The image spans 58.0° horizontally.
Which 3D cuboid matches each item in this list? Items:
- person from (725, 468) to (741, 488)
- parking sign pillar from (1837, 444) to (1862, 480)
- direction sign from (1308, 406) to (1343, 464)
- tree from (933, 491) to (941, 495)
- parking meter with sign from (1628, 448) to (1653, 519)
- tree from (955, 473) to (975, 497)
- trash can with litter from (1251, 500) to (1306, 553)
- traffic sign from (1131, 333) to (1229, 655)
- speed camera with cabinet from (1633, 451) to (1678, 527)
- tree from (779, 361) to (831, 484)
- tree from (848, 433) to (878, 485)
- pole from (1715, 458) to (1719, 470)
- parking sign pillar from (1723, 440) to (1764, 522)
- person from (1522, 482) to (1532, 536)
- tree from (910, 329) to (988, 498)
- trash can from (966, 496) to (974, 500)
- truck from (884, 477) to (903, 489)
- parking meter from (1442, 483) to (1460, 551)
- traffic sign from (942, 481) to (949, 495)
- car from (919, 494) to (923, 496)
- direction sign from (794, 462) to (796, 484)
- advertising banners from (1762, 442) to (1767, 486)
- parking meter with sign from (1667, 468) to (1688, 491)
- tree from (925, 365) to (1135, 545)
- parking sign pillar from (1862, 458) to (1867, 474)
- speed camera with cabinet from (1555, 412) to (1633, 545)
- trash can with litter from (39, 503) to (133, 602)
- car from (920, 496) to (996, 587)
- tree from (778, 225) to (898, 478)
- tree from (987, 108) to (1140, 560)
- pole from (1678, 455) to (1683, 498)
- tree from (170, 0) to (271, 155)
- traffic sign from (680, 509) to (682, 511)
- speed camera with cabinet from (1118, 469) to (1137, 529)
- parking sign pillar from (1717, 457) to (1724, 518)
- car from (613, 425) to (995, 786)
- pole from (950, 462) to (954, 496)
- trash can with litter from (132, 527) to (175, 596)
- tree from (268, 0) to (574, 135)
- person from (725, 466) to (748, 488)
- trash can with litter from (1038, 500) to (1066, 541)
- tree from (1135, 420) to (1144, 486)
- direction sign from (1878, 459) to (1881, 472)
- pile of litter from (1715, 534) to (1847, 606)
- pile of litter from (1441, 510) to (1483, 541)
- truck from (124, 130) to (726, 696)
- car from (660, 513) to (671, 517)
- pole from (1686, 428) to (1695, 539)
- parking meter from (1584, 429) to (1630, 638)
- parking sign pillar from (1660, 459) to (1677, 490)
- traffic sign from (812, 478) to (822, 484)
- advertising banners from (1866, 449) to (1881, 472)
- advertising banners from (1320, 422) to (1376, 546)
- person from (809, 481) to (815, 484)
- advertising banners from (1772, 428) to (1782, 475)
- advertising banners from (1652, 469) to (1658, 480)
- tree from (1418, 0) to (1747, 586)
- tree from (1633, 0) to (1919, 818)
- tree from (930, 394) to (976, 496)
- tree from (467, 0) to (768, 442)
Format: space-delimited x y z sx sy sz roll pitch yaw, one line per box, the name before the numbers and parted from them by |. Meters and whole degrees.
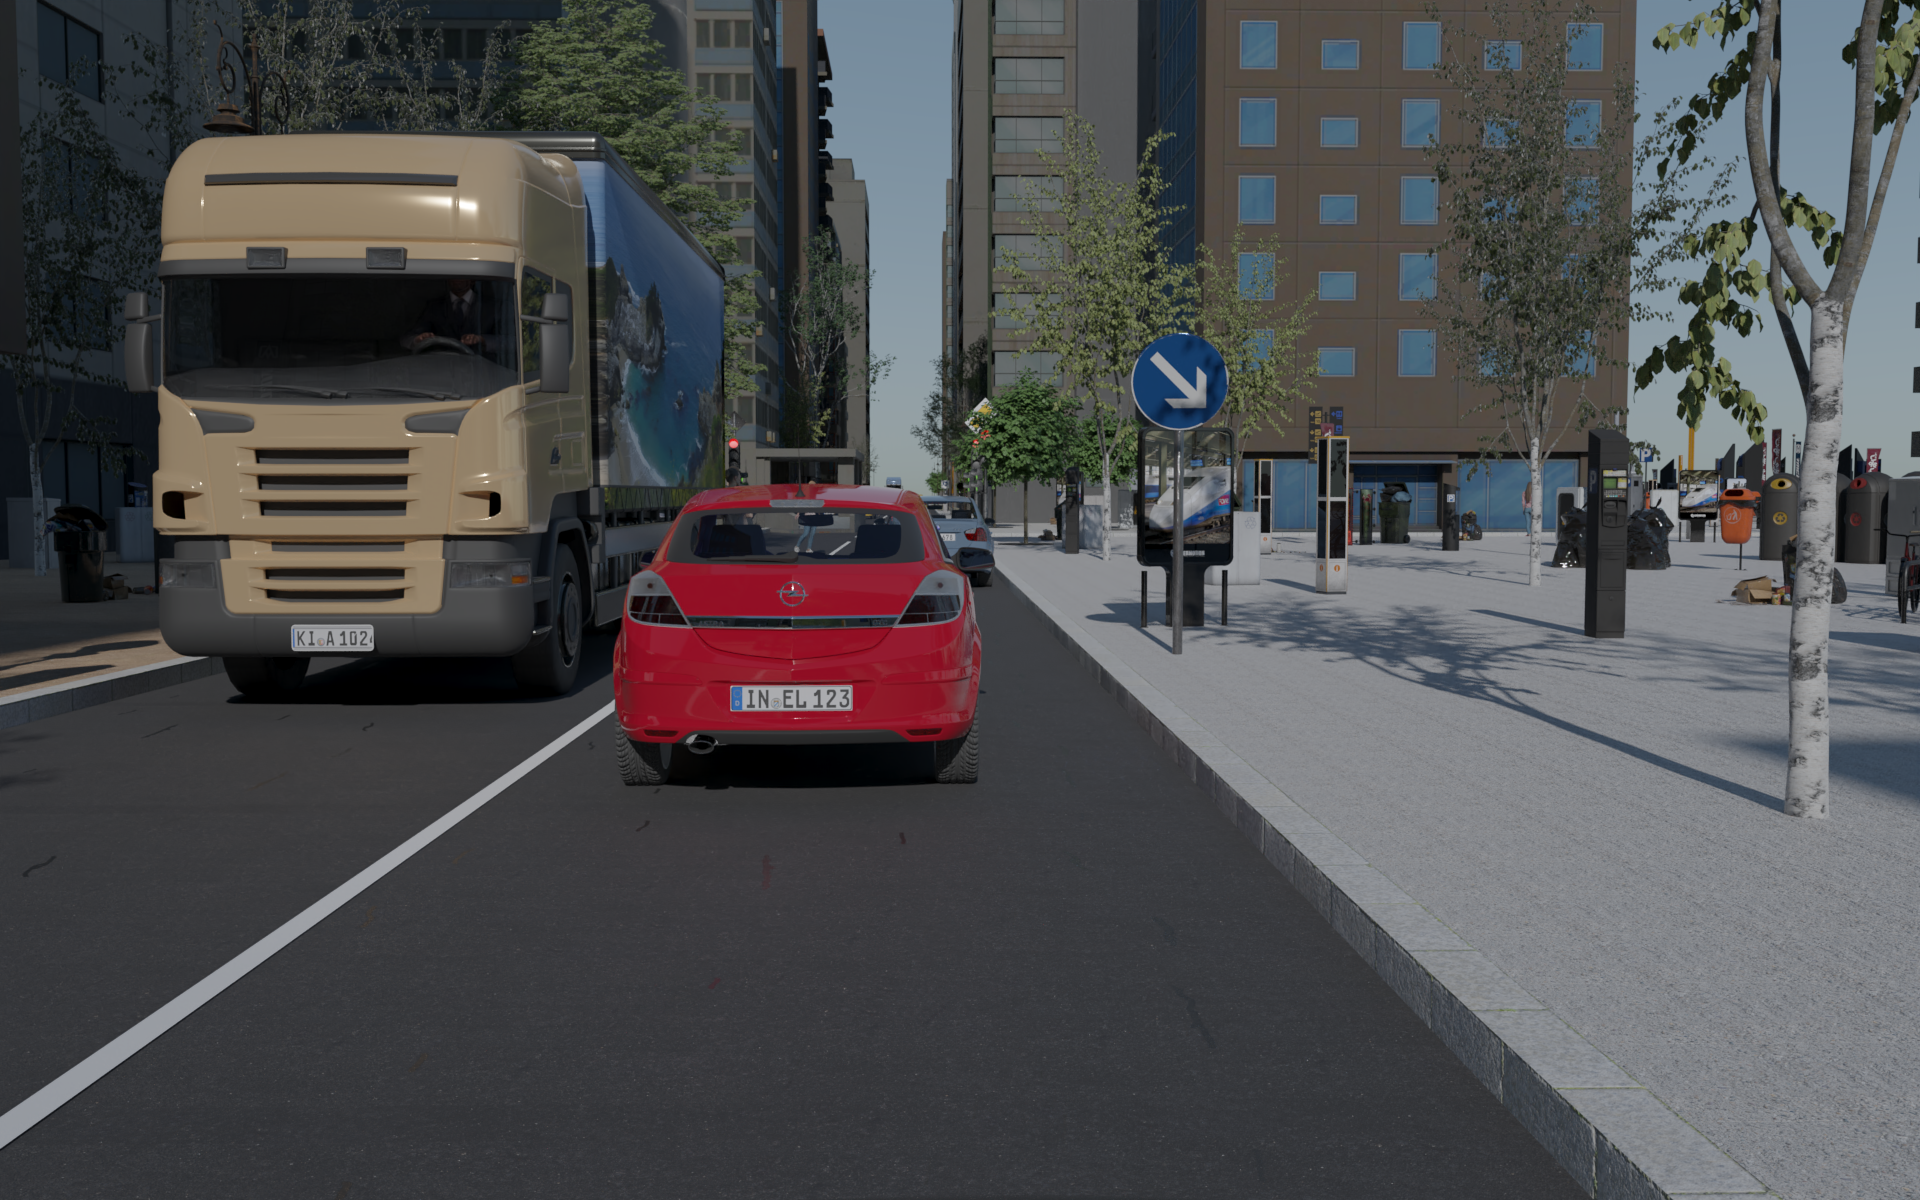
person | -2.967 -0.881 23.252 0.599 1.781 0.374 0 4 4
parking sign pillar | 47.794 -6.464 94.159 1.447 3.967 1.447 -3 5 -42
direction sign | 9.459 -3.232 44.847 0.876 3.537 0.379 0 4 3
tree | -3.280 -15.088 241.293 1.663 3.219 1.824 0 3 0
parking meter with sign | 25.046 -4.177 64.563 1.738 3.016 0.543 -2 4 -33
tree | 0.116 -8.651 136.044 1.663 3.219 1.824 0 3 0
trash can with litter | 6.623 -1.682 38.565 1.678 1.210 2.233 -1 4 -10
traffic sign | 1.742 -0.837 13.799 0.768 2.556 0.104 0 4 5
speed camera with cabinet | 27.328 -4.542 68.596 2.038 3.252 0.660 1 4 15
tree | -9.207 -8.944 96.595 4.737 8.622 4.395 0 3 0
tree | -11.839 -15.811 208.866 4.360 8.622 3.978 0 3 0
pole | 43.029 -6.402 98.516 0.158 3.312 0.155 0 3 0
parking sign pillar | 36.508 -5.599 80.021 1.447 3.967 1.447 -2 4 -28
person | 17.804 -2.782 53.996 0.555 1.821 0.388 2 4 32
tree | 0.783 -9.974 97.482 7.601 10.594 8.767 -1 4 -10
trash can | 0.762 -6.472 117.468 0.748 1.137 0.748 0 3 0
truck | -10.678 -17.804 280.851 2.967 4.110 18.799 0 4 -2
parking meter | 11.091 -1.878 39.108 0.372 1.533 0.369 0 3 0
traffic sign | -1.086 -7.764 129.070 0.606 2.300 0.079 0 4 8
car | -2.893 -5.939 107.324 2.015 1.641 3.980 0 4 -3
direction sign | -8.396 -5.889 88.281 0.379 3.537 0.876 -1 4 -11
advertising banners | 27.546 -3.836 58.904 0.090 3.025 2.074 3 5 40
parking meter with sign | 48.562 -7.445 117.979 1.738 3.016 0.543 2 4 31
tree | 1.758 -3.677 43.841 4.285 4.588 4.351 0 3 0
parking sign pillar | 52.862 -6.915 101.539 1.447 3.967 1.447 -3 5 -42
speed camera with cabinet | 15.199 -2.899 41.730 0.660 3.252 2.038 -1 4 -15
trash can with litter | -10.450 -0.574 20.769 0.624 1.170 1.055 0 4 4
car | -0.399 -0.980 28.028 2.014 1.417 4.499 0 4 -2
tree | -10.956 -16.433 124.575 12.611 20.169 13.585 0 3 0
tree | 2.742 -5.056 33.034 4.737 8.622 4.395 0 3 0
pole | 37.694 -5.922 90.675 0.158 3.312 0.155 0 3 0
tree | -8.372 -4.319 20.982 4.360 8.622 3.978 0 3 0
traffic sign | -7.392 -2.805 45.961 0.768 2.556 0.104 0 4 2
speed camera with cabinet | 6.511 -4.330 65.129 0.660 3.252 2.038 1 4 23
parking sign pillar | 40.631 -6.328 91.937 1.447 3.967 1.447 -3 5 -43
car | -0.844 -0.060 10.022 2.155 1.783 4.494 0 4 -2
pole | -0.506 -7.201 111.575 0.158 3.312 0.155 0 3 0
trash can with litter | -9.947 -0.716 22.766 1.678 1.210 2.233 2 4 26
tree | -7.533 -4.695 27.129 4.360 8.622 3.978 0 3 0
person | -3.734 -1.294 29.022 0.648 1.900 0.474 -3 5 -42
trash can with litter | 2.716 -2.231 47.860 1.055 1.170 0.624 -2 4 -25
tree | 5.300 -4.743 61.259 4.285 4.588 4.351 0 3 0
direction sign | 58.642 -7.294 111.251 0.876 3.537 0.379 2 4 35
pile of litter | 9.682 -0.395 20.419 1.719 0.858 1.176 0 4 -8
pile of litter | 13.809 -2.074 47.876 1.719 0.858 1.176 -3 5 -40
truck | -4.008 -1.638 15.701 2.839 4.237 11.283 0 4 -1
car | -11.212 -2.564 54.282 4.827 1.381 2.083 0 4 -1
pole | 20.714 -3.380 49.104 0.158 3.312 0.155 0 3 0
parking meter | 5.776 -0.597 15.469 0.255 1.863 0.399 0 4 1
parking sign pillar | 54.278 -8.826 132.771 1.447 3.967 1.447 -1 4 -22
traffic sign | -8.827 -6.409 106.916 0.606 2.300 0.079 0 4 3
advertising banners | 34.009 -4.274 66.069 2.074 3.025 0.090 0 4 8
advertising banners | 9.600 -2.858 42.917 2.074 3.025 0.090 -3 4 -37
person | -3.674 -1.942 40.924 0.598 1.740 0.731 2 4 28
advertising banners | 21.866 -3.024 45.627 0.090 3.025 2.074 0 4 -1
advertising banners | 49.023 -7.621 120.792 2.074 3.025 0.090 -1 4 -21
tree | 8.105 -4.491 23.796 4.360 8.622 3.978 0 3 0
tree | 3.609 -3.448 6.741 4.737 8.622 4.395 0 3 0
tree | -0.180 -10.672 124.846 4.360 8.622 3.978 0 3 0
tree | -8.413 -7.441 39.782 7.486 12.596 7.792 0 3 0
